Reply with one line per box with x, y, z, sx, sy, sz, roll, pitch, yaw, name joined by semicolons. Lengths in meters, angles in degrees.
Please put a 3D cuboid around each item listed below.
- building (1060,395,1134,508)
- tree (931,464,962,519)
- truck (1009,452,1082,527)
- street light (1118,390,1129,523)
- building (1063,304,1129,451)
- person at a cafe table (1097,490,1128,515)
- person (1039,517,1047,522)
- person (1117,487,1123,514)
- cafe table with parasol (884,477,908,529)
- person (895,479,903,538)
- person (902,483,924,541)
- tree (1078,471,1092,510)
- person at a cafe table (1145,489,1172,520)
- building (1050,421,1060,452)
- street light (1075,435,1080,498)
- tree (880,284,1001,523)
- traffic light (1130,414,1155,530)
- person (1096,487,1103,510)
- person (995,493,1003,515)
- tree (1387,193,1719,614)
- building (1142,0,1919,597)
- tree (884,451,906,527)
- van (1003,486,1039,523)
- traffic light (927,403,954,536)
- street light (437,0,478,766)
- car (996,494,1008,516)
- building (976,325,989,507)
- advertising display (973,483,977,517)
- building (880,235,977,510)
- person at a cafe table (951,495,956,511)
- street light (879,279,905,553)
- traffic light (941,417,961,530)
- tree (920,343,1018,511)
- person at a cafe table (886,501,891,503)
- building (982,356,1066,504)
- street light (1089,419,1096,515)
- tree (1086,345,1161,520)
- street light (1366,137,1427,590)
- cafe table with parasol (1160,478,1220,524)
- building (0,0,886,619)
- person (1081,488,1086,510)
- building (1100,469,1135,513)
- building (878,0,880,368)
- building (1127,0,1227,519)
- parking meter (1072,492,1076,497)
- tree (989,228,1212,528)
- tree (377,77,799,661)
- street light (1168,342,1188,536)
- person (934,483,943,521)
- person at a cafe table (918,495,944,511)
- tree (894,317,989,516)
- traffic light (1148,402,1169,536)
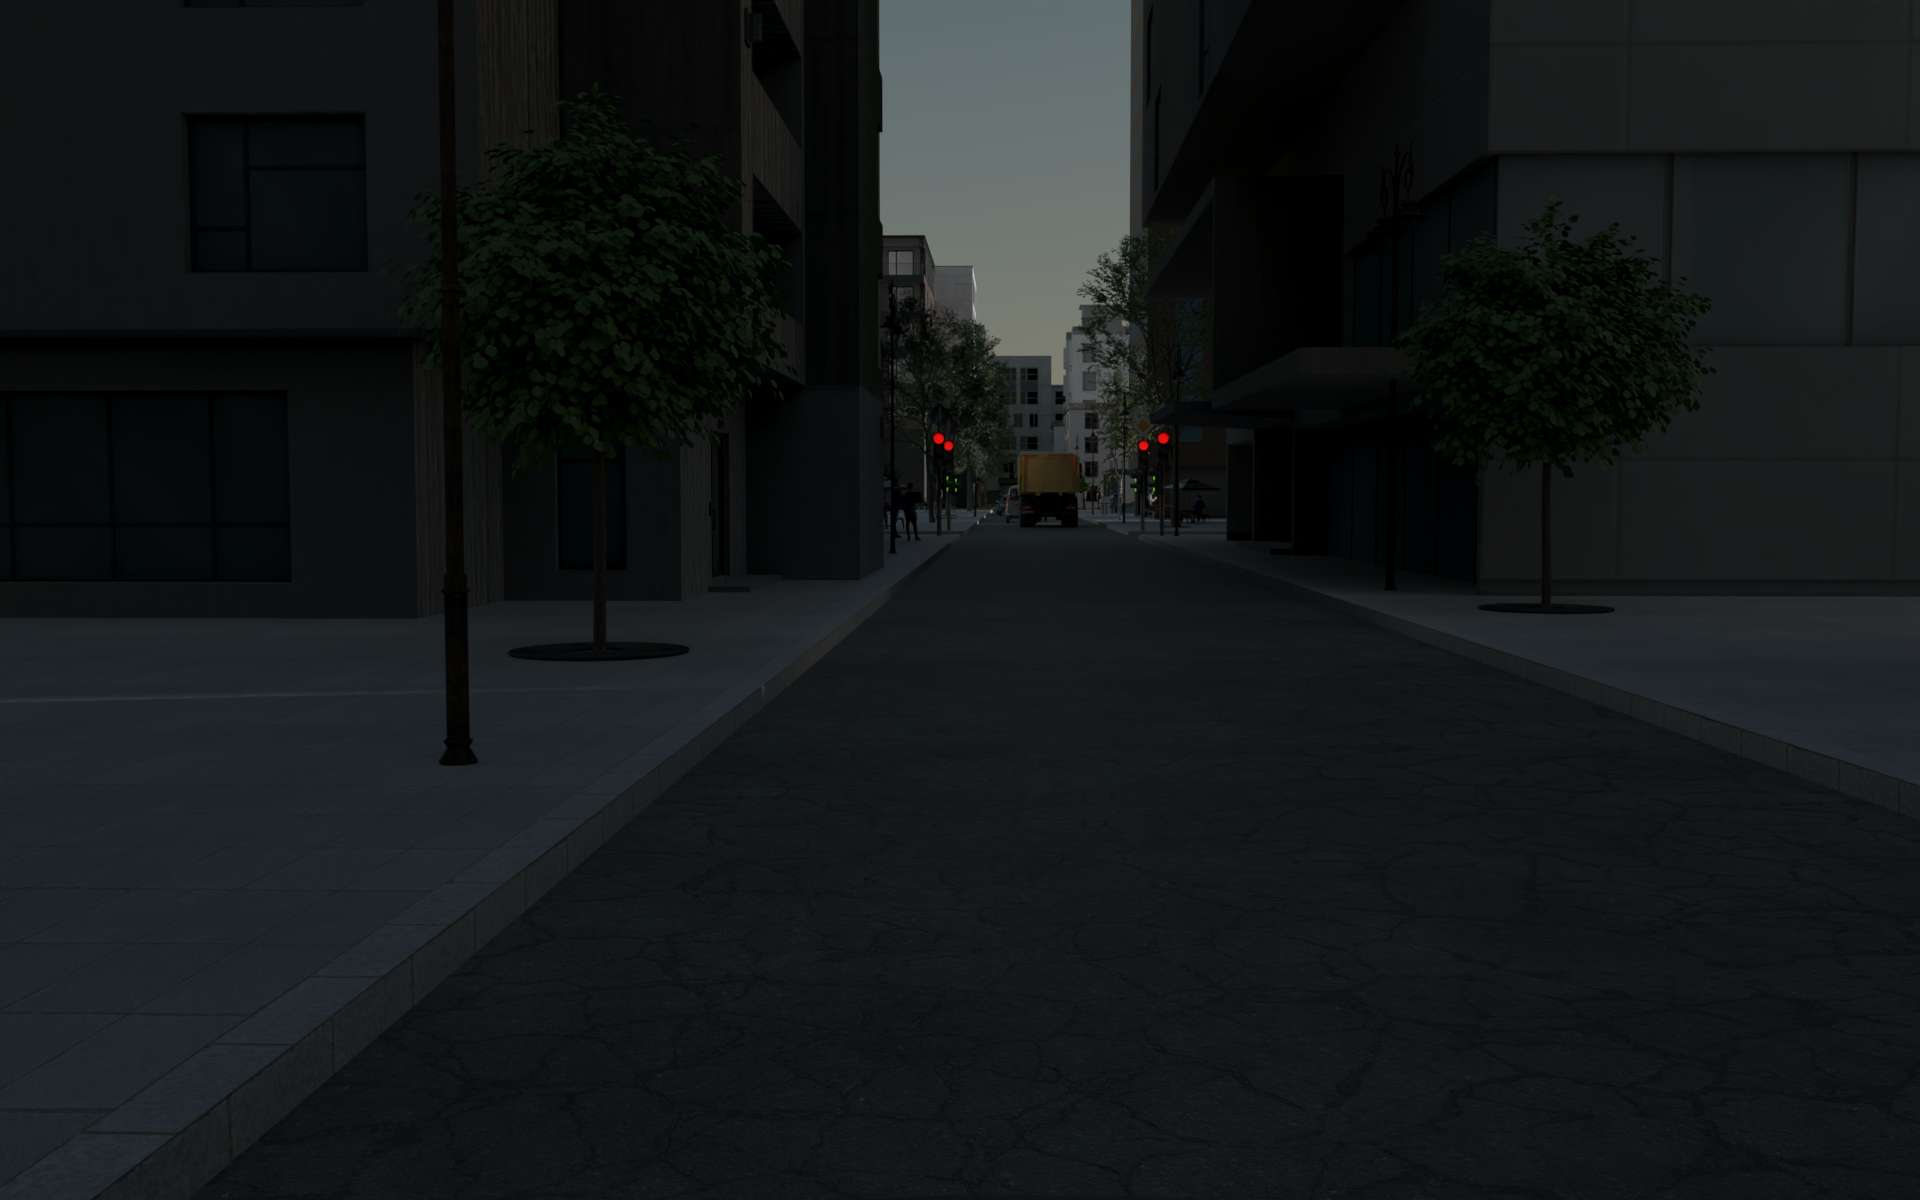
14.422;-13.271;159.130;9.099;9.664;28.070;0;4;2;building
-0.573;-5.876;90.678;1.663;3.219;1.824;0;3;0;tree
3.930;-5.030;78.172;3.469;3.379;9.791;0;4;2;truck
7.335;-6.391;77.275;0.468;5.910;1.993;0;4;2;street light
18.709;-19.692;178.377;16.016;20.091;11.380;0;4;2;building
9.538;-6.041;107.285;1.698;1.524;1.622;-1;4;-10;person at a cafe table
4.295;-4.917;89.587;0.565;1.739;0.600;-3;5;-45;person
10.133;-6.316;110.038;0.376;1.734;0.841;1;4;22;person
-2.934;-3.575;63.319;2.610;1.966;2.610;-3;5;-41;cafe table with parasol
-1.816;-2.674;50.583;0.431;1.722;0.655;0;4;1;person
-1.281;-2.430;47.641;0.647;1.594;0.662;1;4;13;person
10.209;-9.103;143.439;1.663;3.219;1.824;0;3;0;tree
9.837;-4.756;86.275;1.622;1.524;1.698;0;4;-3;person at a cafe table
15.203;-15.679;198.500;9.099;9.664;28.070;0;4;2;building
9.189;-9.977;135.906;0.468;5.910;1.993;0;4;2;street light
-1.586;-8.760;77.634;7.601;10.594;8.767;1;4;10;tree
6.439;-4.418;61.160;0.839;4.253;0.868;0;4;2;traffic light
11.183;-8.084;138.236;0.705;1.822;1.348;2;4;32;person
2.815;-6.609;119.252;0.600;1.496;0.574;2;4;30;person
6.488;-2.167;19.139;4.285;4.588;4.351;0;3;0;tree
18.028;-27.176;33.574;28.713;52.752;27.495;0;4;2;building
-3.150;-4.498;68.136;1.663;3.219;1.824;0;3;0;tree
3.131;-4.880;86.795;2.013;2.044;4.112;0;4;3;van
-0.624;-3.942;53.370;0.839;4.253;0.868;0;4;2;traffic light
-2.390;-2.158;8.078;0.468;5.910;1.993;0;4;2;street light
3.469;-6.391;116.289;2.131;1.459;4.920;0;4;2;car
-2.286;-21.326;205.104;11.380;20.091;16.016;0;4;2;building
0.835;-5.612;96.962;0.123;1.923;0.974;0;4;-6;advertising display
-12.829;-18.925;153.391;27.936;21.610;32.646;0;4;2;building
-0.837;-7.197;128.536;1.698;1.238;1.726;-2;4;-26;person at a cafe table
-1.459;-3.952;37.406;0.468;5.910;1.993;0;4;2;street light
-0.380;-4.430;61.351;0.839;4.253;0.868;0;4;2;traffic light
0.322;-12.980;130.348;7.486;12.596;7.792;0;3;0;tree
-6.376;-7.507;133.597;1.726;1.238;1.698;-2;4;-32;person at a cafe table
3.491;-22.230;229.913;31.486;18.905;16.747;0;4;2;building
8.179;-8.177;106.477;0.468;5.910;1.993;0;4;2;street light
8.096;-8.298;86.035;4.737;8.622;4.395;0;3;0;tree
5.744;-3.068;22.949;0.468;5.910;1.993;0;4;2;street light
9.982;-4.308;75.307;2.610;1.966;2.610;2;4;32;cafe table with parasol
-8.567;-15.366;22.944;14.160;30.474;14.107;0;4;2;building
9.941;-8.129;139.664;0.721;1.736;1.217;-1;4;-12;person
26.511;-26.328;122.341;32.217;40.220;23.993;0;4;2;building
-13.364;-25.701;43.915;21.600;48.544;21.300;0;4;2;building
16.776;-27.236;95.423;14.600;45.320;14.200;0;4;2;building
8.398;-7.496;128.276;0.255;1.863;0.399;1;4;18;parking meter
8.123;-8.589;66.184;9.928;11.665;9.643;0;3;0;tree
-2.991;-1.842;13.833;4.285;4.588;4.351;0;3;0;tree
6.613;-4.886;52.674;0.468;5.910;1.993;0;4;2;street light
-1.094;-4.722;83.381;0.434;1.807;0.598;-1;4;-17;person
-2.041;-6.486;116.910;1.726;1.238;1.698;0;4;7;person at a cafe table
-0.552;-10.737;101.307;9.928;11.665;9.643;0;3;0;tree
6.195;-3.930;53.178;0.839;4.253;0.868;0;4;2;traffic light
